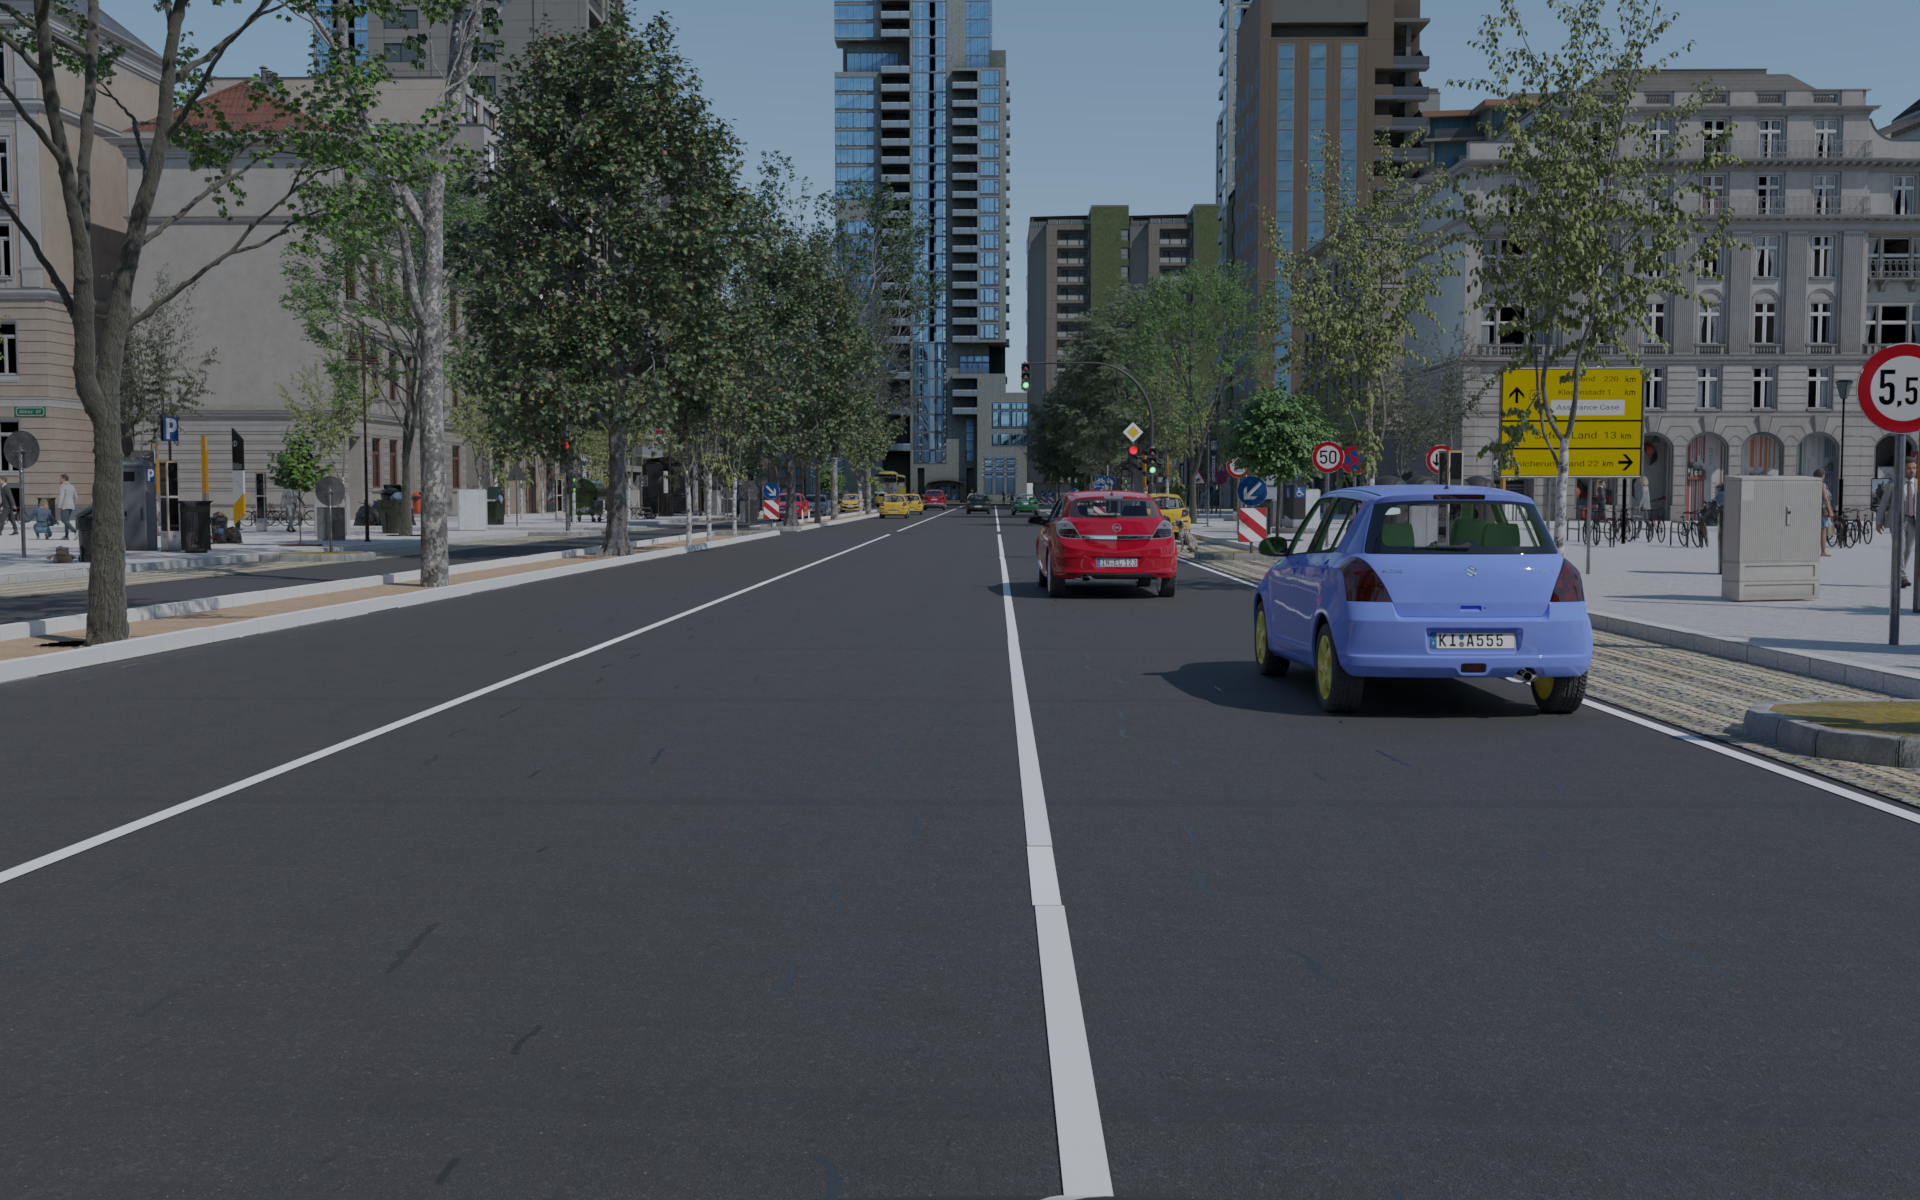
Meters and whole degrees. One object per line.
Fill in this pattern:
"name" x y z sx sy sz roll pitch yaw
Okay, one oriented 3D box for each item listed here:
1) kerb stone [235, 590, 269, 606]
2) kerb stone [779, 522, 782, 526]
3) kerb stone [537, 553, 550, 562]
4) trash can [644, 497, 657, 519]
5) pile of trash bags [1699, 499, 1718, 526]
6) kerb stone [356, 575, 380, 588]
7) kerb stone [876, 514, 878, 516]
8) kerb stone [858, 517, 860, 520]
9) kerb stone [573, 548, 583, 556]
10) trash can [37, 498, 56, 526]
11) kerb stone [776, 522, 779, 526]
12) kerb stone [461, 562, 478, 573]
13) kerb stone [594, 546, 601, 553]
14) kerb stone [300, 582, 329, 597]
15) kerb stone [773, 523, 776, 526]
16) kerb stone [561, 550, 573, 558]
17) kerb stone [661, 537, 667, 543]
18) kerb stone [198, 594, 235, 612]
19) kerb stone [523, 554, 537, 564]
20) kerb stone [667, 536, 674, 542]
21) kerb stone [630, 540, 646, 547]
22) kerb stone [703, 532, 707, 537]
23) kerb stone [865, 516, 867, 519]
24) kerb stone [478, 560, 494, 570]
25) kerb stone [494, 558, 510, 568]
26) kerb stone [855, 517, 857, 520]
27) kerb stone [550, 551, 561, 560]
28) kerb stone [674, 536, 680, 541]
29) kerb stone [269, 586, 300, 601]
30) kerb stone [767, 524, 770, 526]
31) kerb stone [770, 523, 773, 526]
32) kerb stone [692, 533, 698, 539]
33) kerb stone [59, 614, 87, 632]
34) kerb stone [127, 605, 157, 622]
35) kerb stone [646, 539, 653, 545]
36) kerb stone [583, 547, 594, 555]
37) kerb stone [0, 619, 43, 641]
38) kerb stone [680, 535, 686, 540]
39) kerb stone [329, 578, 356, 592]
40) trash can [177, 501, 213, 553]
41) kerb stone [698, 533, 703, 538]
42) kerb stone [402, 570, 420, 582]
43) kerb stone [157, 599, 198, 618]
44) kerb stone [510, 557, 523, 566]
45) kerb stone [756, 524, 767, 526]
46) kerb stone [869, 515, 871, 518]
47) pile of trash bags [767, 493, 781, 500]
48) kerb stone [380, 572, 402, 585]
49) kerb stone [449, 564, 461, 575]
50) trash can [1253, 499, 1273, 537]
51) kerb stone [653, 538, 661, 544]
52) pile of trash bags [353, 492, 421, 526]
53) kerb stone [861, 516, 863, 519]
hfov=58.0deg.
"kerb stone" -9.236 -0.012 22.397 0.120 0.150 1.000 0 4 1
"kerb stone" -8.163 -3.368 77.255 0.120 0.150 1.000 0 4 1
"kerb stone" -8.951 -0.890 36.759 0.120 0.150 1.000 0 4 1
"trash can" -15.954 -4.747 89.263 0.748 1.137 0.748 0 3 0
"pile of trash bags" 31.214 -3.616 68.869 3.447 1.369 1.912 2 4 24
"kerb stone" -9.154 -0.260 26.505 0.120 0.150 1.000 0 4 1
"kerb stone" -5.441 -5.307 108.982 0.120 0.150 1.000 0 4 1
"kerb stone" -5.726 -4.430 94.639 0.120 0.150 1.000 0 4 1
"kerb stone" -8.898 -1.079 39.831 0.120 0.150 1.000 0 4 1
"trash can" -36.362 -3.506 68.973 0.748 1.137 0.748 0 3 0
"kerb stone" -8.179 -3.305 76.229 0.120 0.150 1.000 0 4 1
"kerb stone" -9.053 -0.577 31.630 0.120 0.150 1.000 0 4 1
"kerb stone" -8.850 -1.204 41.881 0.120 0.150 1.000 0 4 1
"kerb stone" -9.197 -0.135 24.442 0.120 0.150 1.000 0 4 1
"kerb stone" -8.201 -3.242 75.207 0.120 0.150 1.000 0 4 1
"kerb stone" -8.917 -1.013 38.809 0.120 0.150 1.000 0 4 1
"kerb stone" -8.695 -1.706 50.093 0.120 0.150 1.000 0 4 1
"kerb stone" -9.259 0.051 21.368 0.120 0.150 1.000 0 4 1
"kerb stone" -8.972 -0.821 35.736 0.120 0.150 1.000 0 4 1
"kerb stone" -8.676 -1.769 51.126 0.120 0.150 1.000 0 4 1
"kerb stone" -8.751 -1.515 47.005 0.120 0.150 1.000 0 4 1
"kerb stone" -8.549 -2.145 57.263 0.120 0.150 1.000 0 4 1
"kerb stone" -5.624 -4.743 99.749 0.120 0.150 1.000 0 4 1
"kerb stone" -9.032 -0.640 32.653 0.120 0.150 1.000 0 4 1
"kerb stone" -9.008 -0.702 33.681 0.120 0.150 1.000 0 4 1
"kerb stone" -5.761 -4.306 92.592 0.120 0.150 1.000 0 4 1
"kerb stone" -8.942 -0.953 37.783 0.120 0.150 1.000 0 4 1
"kerb stone" -8.655 -1.832 52.148 0.120 0.150 1.000 0 4 1
"kerb stone" -9.215 -0.072 23.420 0.120 0.150 1.000 0 4 1
"kerb stone" -8.253 -3.110 73.147 0.120 0.150 1.000 0 4 1
"kerb stone" -8.223 -3.175 74.181 0.120 0.150 1.000 0 4 1
"kerb stone" -8.593 -2.020 55.220 0.120 0.150 1.000 0 4 1
"kerb stone" -9.322 0.239 18.288 0.120 0.150 1.000 0 4 1
"kerb stone" -9.290 0.180 19.316 0.120 0.150 1.000 0 4 1
"kerb stone" -8.733 -1.581 48.042 0.120 0.150 1.000 0 4 1
"kerb stone" -8.874 -1.137 40.859 0.120 0.150 1.000 0 4 1
"kerb stone" -9.334 0.302 17.264 0.120 0.150 1.000 0 4 1
"kerb stone" -8.630 -1.894 53.170 0.120 0.150 1.000 0 4 1
"kerb stone" -9.173 -0.201 25.475 0.120 0.150 1.000 0 4 1
"trash can" -16.600 -1.587 37.606 0.748 1.137 0.748 0 3 0
"kerb stone" -8.571 -2.077 56.242 0.120 0.150 1.000 0 4 1
"kerb stone" -9.114 -0.386 28.555 0.120 0.150 1.000 0 4 1
"kerb stone" -9.272 0.118 20.347 0.120 0.150 1.000 0 4 1
"kerb stone" -8.998 -0.765 34.711 0.120 0.150 1.000 0 4 1
"kerb stone" -8.261 -3.054 72.121 0.120 0.150 1.000 0 4 1
"kerb stone" -5.555 -4.925 102.822 0.120 0.150 1.000 0 4 1
"pile of trash bags" -15.584 -7.875 138.511 3.447 1.369 1.912 -3 5 -43
"kerb stone" -9.138 -0.322 27.527 0.120 0.150 1.000 0 4 1
"kerb stone" -9.074 -0.512 30.605 0.120 0.150 1.000 0 4 1
"trash can" 9.044 -2.474 52.100 0.748 1.137 0.748 0 3 0
"kerb stone" -8.712 -1.643 49.069 0.120 0.150 1.000 0 4 1
"pile of trash bags" -23.044 -3.730 70.741 1.912 1.369 3.447 1 4 20
"kerb stone" -5.675 -4.556 96.683 0.120 0.150 1.000 0 4 1
